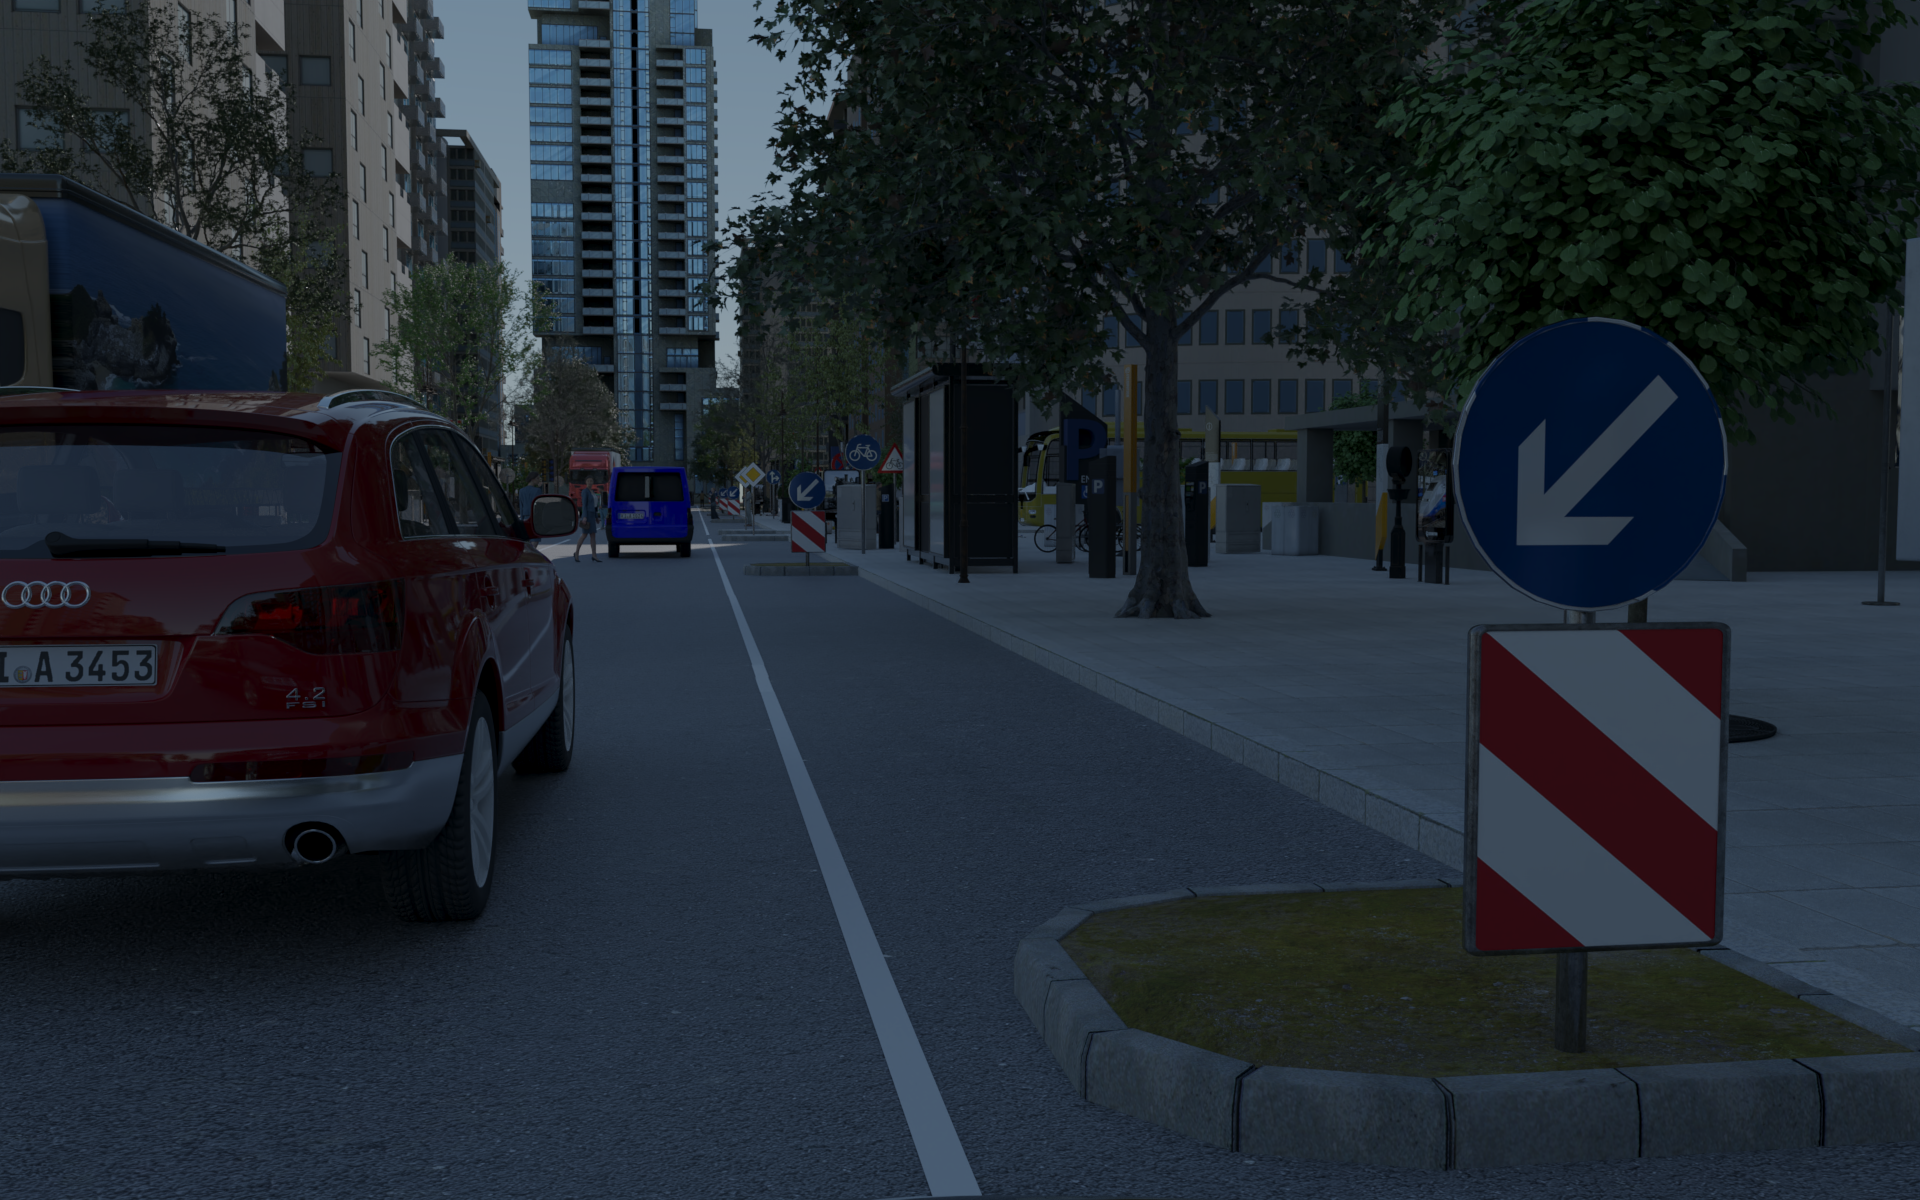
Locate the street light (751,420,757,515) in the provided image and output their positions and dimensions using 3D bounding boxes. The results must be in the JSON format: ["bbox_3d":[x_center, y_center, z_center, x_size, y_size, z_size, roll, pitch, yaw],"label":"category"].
[{"bbox_3d":[-12.637,-8.176,106.463,0.468,5.910,1.993,-1,4,-9],"label":"street light"}]

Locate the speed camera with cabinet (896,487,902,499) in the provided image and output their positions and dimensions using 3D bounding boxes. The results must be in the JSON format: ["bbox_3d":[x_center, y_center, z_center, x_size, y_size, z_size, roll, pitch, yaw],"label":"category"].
[{"bbox_3d":[-3.258,-7.353,114.558,2.038,3.252,0.660,1,4,18],"label":"speed camera with cabinet"}]

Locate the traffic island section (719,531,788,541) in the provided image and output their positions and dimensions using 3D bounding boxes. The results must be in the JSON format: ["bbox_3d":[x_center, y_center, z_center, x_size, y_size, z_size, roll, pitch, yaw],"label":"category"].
[{"bbox_3d":[-6.414,-1.942,54.030,2.009,0.180,2.903,-1,4,-9],"label":"traffic island section"}]

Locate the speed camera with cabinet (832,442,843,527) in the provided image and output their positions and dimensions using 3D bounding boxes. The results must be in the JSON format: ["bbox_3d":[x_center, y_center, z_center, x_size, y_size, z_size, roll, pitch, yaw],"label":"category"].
[{"bbox_3d":[-4.885,-4.428,66.741,0.660,3.252,2.038,-1,4,-17],"label":"speed camera with cabinet"}]

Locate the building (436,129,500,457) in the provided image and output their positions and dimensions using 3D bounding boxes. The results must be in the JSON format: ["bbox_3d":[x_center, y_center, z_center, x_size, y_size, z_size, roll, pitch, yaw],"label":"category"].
[{"bbox_3d":[-60.405,-29.752,178.330,23.993,40.220,32.217,-1,4,-9],"label":"building"}]

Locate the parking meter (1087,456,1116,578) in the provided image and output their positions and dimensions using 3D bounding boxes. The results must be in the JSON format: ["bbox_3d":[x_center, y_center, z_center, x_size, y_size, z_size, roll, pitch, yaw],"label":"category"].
[{"bbox_3d":[2.166,-1.269,26.463,0.399,1.863,0.255,3,4,38],"label":"parking meter"}]

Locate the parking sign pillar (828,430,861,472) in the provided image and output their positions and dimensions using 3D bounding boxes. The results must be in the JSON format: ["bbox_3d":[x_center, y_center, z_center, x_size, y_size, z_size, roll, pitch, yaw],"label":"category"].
[{"bbox_3d":[-4.711,-5.041,70.888,1.447,3.967,1.447,-1,4,-14],"label":"parking sign pillar"}]

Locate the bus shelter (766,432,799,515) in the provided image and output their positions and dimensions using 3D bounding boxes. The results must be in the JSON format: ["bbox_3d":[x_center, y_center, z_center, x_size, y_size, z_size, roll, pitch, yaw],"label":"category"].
[{"bbox_3d":[-11.068,-8.045,109.174,2.179,5.291,8.768,-1,4,-9],"label":"bus shelter"}]

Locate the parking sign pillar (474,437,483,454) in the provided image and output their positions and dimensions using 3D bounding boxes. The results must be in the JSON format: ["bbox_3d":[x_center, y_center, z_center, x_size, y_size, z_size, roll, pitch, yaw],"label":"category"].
[{"bbox_3d":[-23.029,-5.671,81.185,1.447,3.967,1.447,-1,4,-13],"label":"parking sign pillar"}]

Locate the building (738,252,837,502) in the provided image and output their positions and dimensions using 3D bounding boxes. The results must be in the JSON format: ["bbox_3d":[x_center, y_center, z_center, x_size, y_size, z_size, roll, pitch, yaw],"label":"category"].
[{"bbox_3d":[-19.555,-33.979,247.438,23.993,40.220,32.217,-1,4,-9],"label":"building"}]

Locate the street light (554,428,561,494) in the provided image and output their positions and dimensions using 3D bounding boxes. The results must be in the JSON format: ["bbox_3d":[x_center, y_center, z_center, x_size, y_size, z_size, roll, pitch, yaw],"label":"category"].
[{"bbox_3d":[-27.494,-8.902,118.340,0.468,5.910,1.993,-1,4,-9],"label":"street light"}]

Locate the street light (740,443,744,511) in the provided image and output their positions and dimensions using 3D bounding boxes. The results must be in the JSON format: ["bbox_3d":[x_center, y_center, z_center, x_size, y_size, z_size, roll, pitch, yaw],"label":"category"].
[{"bbox_3d":[-16.919,-9.927,135.091,0.468,5.910,1.993,-1,4,-9],"label":"street light"}]

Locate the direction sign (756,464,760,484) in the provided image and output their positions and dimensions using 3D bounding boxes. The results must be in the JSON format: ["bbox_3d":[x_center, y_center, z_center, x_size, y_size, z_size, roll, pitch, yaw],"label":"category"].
[{"bbox_3d":[-15.241,-8.387,129.119,0.876,3.537,0.379,3,4,38],"label":"direction sign"}]

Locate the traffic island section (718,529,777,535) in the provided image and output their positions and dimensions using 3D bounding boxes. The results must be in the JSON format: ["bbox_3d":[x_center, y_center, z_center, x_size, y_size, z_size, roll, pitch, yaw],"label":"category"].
[{"bbox_3d":[-7.632,-2.425,61.922,2.009,0.180,2.903,-1,4,-9],"label":"traffic island section"}]

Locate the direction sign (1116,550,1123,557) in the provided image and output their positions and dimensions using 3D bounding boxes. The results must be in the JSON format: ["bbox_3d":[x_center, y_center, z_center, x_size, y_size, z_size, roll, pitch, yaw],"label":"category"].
[{"bbox_3d":[3.394,-2.663,35.532,0.379,3.537,0.876,0,4,4],"label":"direction sign"}]

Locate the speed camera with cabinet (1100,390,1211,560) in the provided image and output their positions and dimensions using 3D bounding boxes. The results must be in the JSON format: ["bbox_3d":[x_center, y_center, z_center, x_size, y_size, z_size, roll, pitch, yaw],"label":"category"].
[{"bbox_3d":[3.707,-2.358,32.889,2.038,3.252,0.660,1,4,18],"label":"speed camera with cabinet"}]

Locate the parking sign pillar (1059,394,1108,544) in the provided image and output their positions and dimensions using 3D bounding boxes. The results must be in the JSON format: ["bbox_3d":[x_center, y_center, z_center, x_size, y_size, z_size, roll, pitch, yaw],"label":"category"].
[{"bbox_3d":[3.256,-3.463,45.092,1.447,3.967,1.447,-1,4,-16],"label":"parking sign pillar"}]

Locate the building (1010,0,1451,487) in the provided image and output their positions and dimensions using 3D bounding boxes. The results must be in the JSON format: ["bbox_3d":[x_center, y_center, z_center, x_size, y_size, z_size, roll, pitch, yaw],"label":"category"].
[{"bbox_3d":[16.319,-33.139,83.825,28.212,58.520,21.231,-1,4,-9],"label":"building"}]

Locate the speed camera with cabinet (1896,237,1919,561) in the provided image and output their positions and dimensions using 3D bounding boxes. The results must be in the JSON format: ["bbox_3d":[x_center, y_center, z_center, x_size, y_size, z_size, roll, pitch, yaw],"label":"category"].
[{"bbox_3d":[3.839,-0.656,5.067,0.660,3.252,2.038,-1,4,-22],"label":"speed camera with cabinet"}]

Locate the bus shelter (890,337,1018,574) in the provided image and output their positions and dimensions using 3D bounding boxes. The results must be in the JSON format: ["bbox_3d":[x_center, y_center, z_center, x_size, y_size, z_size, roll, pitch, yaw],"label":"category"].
[{"bbox_3d":[-0.028,-3.321,31.923,2.179,5.291,8.768,-1,4,-9],"label":"bus shelter"}]

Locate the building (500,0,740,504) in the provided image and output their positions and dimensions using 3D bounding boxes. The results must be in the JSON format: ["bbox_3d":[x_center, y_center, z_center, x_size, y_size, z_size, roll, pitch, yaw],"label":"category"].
[{"bbox_3d":[-46.316,-56.537,237.043,31.000,86.520,22.319,-1,4,-9],"label":"building"}]

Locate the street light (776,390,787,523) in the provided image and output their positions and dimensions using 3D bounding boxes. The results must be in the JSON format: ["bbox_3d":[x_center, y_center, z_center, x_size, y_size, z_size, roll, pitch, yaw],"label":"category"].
[{"bbox_3d":[-7.924,-6.400,77.433,0.468,5.910,1.993,-1,4,-9],"label":"street light"}]

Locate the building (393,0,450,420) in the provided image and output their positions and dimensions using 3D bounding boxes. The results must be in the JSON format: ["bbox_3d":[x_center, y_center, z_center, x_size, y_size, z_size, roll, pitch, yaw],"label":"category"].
[{"bbox_3d":[-55.795,-32.197,146.026,23.786,49.044,30.456,-1,4,-9],"label":"building"}]

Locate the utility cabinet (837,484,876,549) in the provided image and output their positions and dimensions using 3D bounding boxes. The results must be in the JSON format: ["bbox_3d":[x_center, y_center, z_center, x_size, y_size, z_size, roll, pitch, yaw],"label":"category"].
[{"bbox_3d":[-2.406,-1.922,40.107,0.318,1.500,1.173,-3,4,-38],"label":"utility cabinet"}]

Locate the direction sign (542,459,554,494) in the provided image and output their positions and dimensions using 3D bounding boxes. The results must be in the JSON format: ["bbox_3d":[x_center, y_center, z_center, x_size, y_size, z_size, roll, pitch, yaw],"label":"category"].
[{"bbox_3d":[-26.497,-7.302,111.390,0.876,3.537,0.379,1,4,19],"label":"direction sign"}]

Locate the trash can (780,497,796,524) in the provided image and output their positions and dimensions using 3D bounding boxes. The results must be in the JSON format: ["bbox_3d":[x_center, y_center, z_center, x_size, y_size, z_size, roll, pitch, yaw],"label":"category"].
[{"bbox_3d":[-7.458,-3.905,75.508,0.748,1.137,0.748,0,3,0],"label":"trash can"}]

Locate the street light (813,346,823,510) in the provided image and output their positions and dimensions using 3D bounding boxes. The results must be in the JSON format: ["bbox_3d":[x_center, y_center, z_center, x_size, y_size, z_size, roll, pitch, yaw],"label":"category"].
[{"bbox_3d":[-4.405,-4.942,53.591,0.468,5.910,1.993,-1,4,-9],"label":"street light"}]

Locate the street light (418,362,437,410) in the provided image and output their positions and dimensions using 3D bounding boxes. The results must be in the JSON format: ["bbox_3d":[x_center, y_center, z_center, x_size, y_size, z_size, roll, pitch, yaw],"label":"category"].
[{"bbox_3d":[-18.610,-5.375,60.669,0.468,5.910,1.993,-1,4,-9],"label":"street light"}]

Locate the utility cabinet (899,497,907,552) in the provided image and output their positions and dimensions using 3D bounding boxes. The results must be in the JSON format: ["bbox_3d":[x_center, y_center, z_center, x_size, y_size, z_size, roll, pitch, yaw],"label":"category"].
[{"bbox_3d":[-0.926,-1.683,38.676,0.306,1.237,1.020,3,4,38],"label":"utility cabinet"}]

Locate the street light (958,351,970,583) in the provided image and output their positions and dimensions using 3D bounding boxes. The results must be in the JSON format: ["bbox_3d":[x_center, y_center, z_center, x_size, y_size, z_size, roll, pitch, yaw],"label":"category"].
[{"bbox_3d":[0.056,-3.184,24.841,0.468,5.910,1.993,-1,4,-9],"label":"street light"}]

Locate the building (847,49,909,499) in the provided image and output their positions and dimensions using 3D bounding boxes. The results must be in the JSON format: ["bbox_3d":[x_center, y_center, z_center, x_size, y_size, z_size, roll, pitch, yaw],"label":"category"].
[{"bbox_3d":[-3.273,-31.601,166.783,14.600,45.320,14.200,-1,4,-9],"label":"building"}]

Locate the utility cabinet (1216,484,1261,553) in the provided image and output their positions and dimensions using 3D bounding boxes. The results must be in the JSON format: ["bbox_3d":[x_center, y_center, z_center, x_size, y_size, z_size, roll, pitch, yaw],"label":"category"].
[{"bbox_3d":[6.023,-1.757,37.403,1.173,1.500,0.318,-3,5,-42],"label":"utility cabinet"}]

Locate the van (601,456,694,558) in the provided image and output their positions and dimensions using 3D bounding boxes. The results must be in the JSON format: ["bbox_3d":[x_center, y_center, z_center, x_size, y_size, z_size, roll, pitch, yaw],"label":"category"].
[{"bbox_3d":[-7.333,-2.225,40.756,2.240,2.365,5.245,-1,4,-11],"label":"van"}]

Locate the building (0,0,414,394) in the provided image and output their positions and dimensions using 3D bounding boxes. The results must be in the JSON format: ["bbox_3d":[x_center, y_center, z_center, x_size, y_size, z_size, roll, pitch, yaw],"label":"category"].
[{"bbox_3d":[-51.879,-32.098,114.044,28.713,52.752,27.495,-1,4,-9],"label":"building"}]

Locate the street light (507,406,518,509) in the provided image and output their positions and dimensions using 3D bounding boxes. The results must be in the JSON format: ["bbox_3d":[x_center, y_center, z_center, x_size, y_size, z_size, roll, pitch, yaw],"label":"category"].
[{"bbox_3d":[-23.067,-7.130,89.368,0.468,5.910,1.993,-1,4,-9],"label":"street light"}]

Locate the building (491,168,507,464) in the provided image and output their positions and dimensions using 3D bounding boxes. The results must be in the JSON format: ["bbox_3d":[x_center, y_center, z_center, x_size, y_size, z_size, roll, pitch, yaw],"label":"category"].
[{"bbox_3d":[-68.517,-35.506,230.641,14.200,45.320,14.600,-1,4,-9],"label":"building"}]

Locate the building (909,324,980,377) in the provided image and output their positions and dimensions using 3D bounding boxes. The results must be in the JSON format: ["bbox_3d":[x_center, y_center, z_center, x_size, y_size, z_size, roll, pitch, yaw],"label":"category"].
[{"bbox_3d":[2.861,-27.361,130.947,14.154,41.232,14.086,-1,4,-9],"label":"building"}]

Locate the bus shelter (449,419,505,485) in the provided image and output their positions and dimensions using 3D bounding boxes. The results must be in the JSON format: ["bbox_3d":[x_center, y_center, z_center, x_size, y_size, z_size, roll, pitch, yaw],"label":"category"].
[{"bbox_3d":[-26.655,-7.209,95.504,2.179,5.291,8.768,-1,4,-9],"label":"bus shelter"}]

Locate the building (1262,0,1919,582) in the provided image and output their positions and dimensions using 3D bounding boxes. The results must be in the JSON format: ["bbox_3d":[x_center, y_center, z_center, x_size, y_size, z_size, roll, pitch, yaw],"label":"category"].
[{"bbox_3d":[23.990,-20.959,34.554,32.217,40.220,23.993,-1,4,-9],"label":"building"}]

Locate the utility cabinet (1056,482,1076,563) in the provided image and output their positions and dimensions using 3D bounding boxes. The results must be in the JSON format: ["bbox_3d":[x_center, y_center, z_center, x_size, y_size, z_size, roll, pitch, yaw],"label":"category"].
[{"bbox_3d":[1.999,-1.456,32.492,0.318,1.500,1.173,0,4,7],"label":"utility cabinet"}]

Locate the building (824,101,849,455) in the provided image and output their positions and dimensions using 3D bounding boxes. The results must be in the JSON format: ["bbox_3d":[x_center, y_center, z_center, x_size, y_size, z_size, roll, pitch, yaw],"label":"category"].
[{"bbox_3d":[-3.345,-32.687,189.058,22.147,44.769,28.867,-1,4,-9],"label":"building"}]
